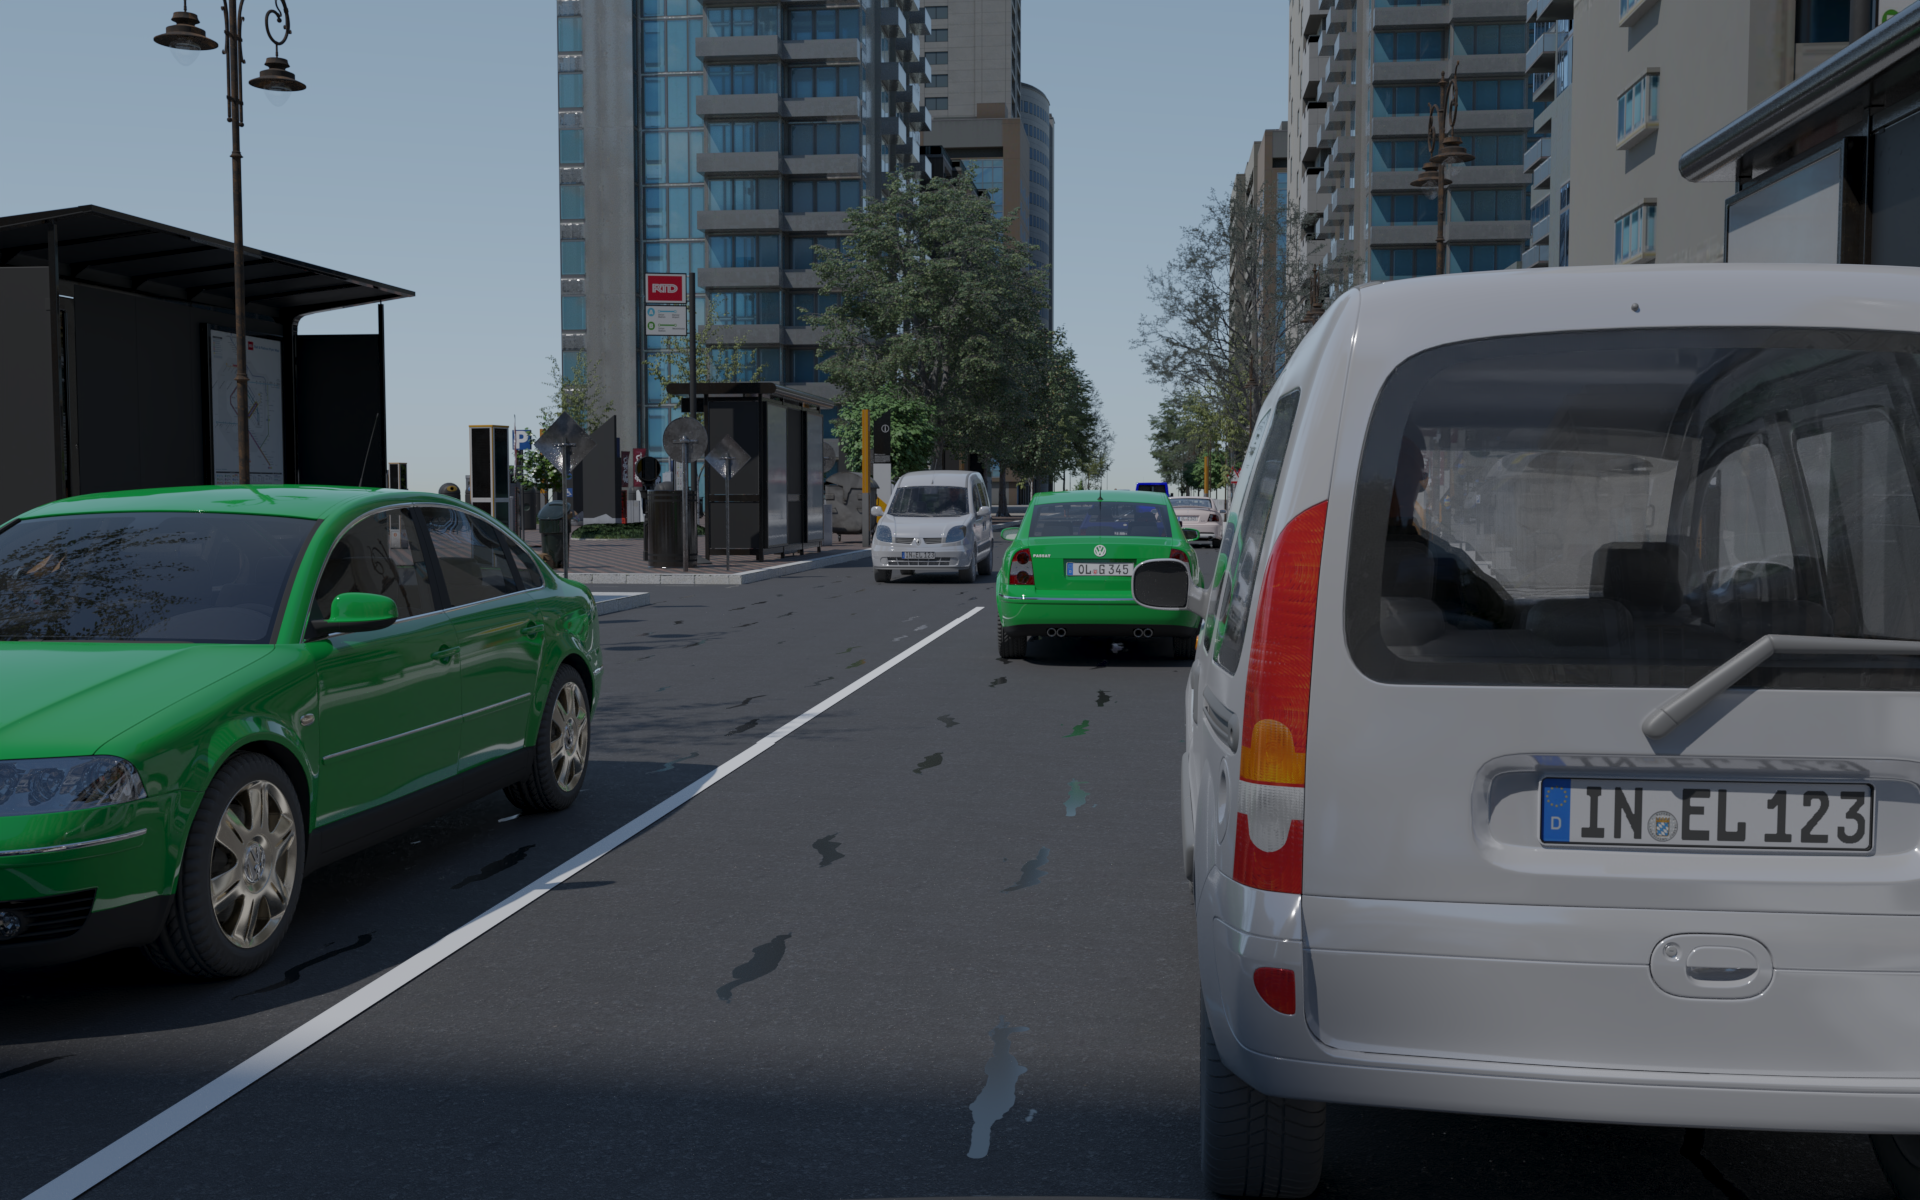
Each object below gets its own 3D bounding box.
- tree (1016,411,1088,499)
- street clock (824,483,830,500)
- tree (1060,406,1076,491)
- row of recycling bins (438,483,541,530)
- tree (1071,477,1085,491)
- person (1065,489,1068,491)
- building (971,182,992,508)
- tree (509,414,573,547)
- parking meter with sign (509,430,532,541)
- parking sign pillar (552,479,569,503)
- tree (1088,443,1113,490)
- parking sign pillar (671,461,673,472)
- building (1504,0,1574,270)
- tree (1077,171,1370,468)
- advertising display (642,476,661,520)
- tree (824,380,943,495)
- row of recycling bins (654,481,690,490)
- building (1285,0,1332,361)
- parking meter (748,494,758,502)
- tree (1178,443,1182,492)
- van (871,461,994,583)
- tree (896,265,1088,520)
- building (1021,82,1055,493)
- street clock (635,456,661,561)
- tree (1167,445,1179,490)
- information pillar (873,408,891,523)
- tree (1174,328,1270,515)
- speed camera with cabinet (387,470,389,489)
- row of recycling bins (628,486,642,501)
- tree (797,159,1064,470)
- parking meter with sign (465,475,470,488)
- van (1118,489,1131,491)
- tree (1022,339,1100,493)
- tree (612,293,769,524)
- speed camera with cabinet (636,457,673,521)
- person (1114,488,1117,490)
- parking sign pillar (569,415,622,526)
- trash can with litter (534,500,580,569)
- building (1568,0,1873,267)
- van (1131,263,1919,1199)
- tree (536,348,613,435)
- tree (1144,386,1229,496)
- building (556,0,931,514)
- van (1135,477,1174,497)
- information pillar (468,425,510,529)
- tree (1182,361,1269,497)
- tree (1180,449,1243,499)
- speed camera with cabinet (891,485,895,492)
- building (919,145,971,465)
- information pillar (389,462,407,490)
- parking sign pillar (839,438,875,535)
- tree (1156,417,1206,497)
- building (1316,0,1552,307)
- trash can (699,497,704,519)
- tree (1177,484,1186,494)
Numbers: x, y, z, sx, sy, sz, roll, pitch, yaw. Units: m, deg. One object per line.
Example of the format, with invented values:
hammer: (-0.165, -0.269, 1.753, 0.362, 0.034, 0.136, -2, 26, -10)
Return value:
tree: (4.710, -9.767, 110.050, 4.737, 8.622, 4.395, 0, 3, 0)
street clock: (-8.131, -6.151, 105.133, 0.471, 2.002, 0.358, 0, 4, -1)
tree: (9.517, -15.251, 159.717, 12.009, 13.543, 11.850, 0, 3, 0)
row of recycling bins: (-16.956, -3.365, 62.123, 3.534, 1.692, 1.069, 0, 4, 1)
tree: (13.361, -12.021, 191.142, 1.663, 3.219, 1.824, 0, 3, 0)
person: (6.674, -6.003, 107.439, 1.217, 1.735, 0.721, -2, 4, -29)
building: (-4.745, -23.625, 157.963, 14.160, 30.474, 14.107, 0, 4, 7)
tree: (-10.043, -2.912, 42.207, 1.663, 3.219, 1.824, 0, 3, 0)
parking meter with sign: (-12.070, -3.050, 46.134, 0.543, 3.016, 1.738, 1, 4, 15)
parking sign pillar: (-15.520, -4.970, 69.724, 1.447, 3.967, 1.447, 1, 4, 10)
tree: (14.612, -15.212, 199.072, 4.737, 8.622, 4.395, 0, 3, 0)
parking sign pillar: (-16.470, -6.818, 99.950, 1.447, 3.967, 1.447, -1, 4, -14)
building: (35.559, -46.958, 80.439, 22.319, 86.520, 31.000, 0, 4, 7)
tree: (11.450, -9.515, 65.934, 12.009, 13.543, 11.850, 0, 3, 0)
advertising display: (-10.697, -3.361, 60.166, 0.123, 1.923, 0.974, 2, 4, 25)
tree: (-2.124, -4.061, 50.113, 4.285, 4.588, 4.351, 0, 3, 0)
row of recycling bins: (-9.509, -3.055, 57.057, 1.069, 1.692, 3.534, 0, 4, -3)
building: (43.434, -34.493, 153.203, 28.713, 52.752, 27.495, 0, 4, 7)
parking meter: (-7.137, -3.143, 59.794, 0.372, 1.533, 0.369, 0, 3, 0)
tree: (23.569, -13.152, 165.396, 4.360, 8.622, 3.978, 0, 3, 0)
van: (-0.413, -1.369, 29.391, 2.013, 2.044, 4.112, 0, 4, 7)
tree: (1.181, -10.289, 85.225, 9.611, 12.733, 9.660, 0, 3, 0)
building: (1.963, -43.012, 245.245, 21.231, 58.520, 28.212, 0, 4, 7)
street clock: (-5.994, -1.757, 33.296, 0.471, 2.002, 0.358, -1, 4, -20)
tree: (24.644, -14.384, 185.547, 4.360, 8.622, 3.978, 0, 3, 0)
information pillar: (-2.110, -3.424, 47.330, 0.504, 3.616, 0.183, 0, 4, -1)
tree: (11.522, -7.641, 75.288, 4.737, 8.622, 4.395, 0, 3, 0)
speed camera with cabinet: (-20.709, -4.062, 60.754, 0.660, 3.252, 2.038, 1, 4, 9)
row of recycling bins: (-13.998, -4.257, 76.712, 1.069, 1.692, 3.534, 0, 4, 2)
tree: (-1.003, -9.715, 65.497, 9.857, 13.997, 8.962, 0, 3, 0)
parking meter with sign: (-19.599, -4.515, 70.075, 1.738, 3.016, 0.543, 1, 4, 18)
van: (21.039, -13.346, 222.584, 2.240, 2.365, 5.245, 0, 4, 8)
tree: (5.299, -12.401, 120.878, 7.486, 12.596, 7.792, 0, 3, 0)
tree: (-9.294, -6.866, 62.628, 4.737, 8.622, 4.395, 0, 3, 0)
speed camera with cabinet: (-12.407, -4.728, 71.643, 0.660, 3.252, 2.038, 3, 5, 41)
person: (10.397, -6.543, 115.607, 1.348, 1.807, 0.705, -1, 4, -13)
parking sign pillar: (-12.279, -4.339, 59.415, 1.447, 3.967, 1.447, 1, 4, 22)
trash can with litter: (-6.999, -1.122, 29.724, 0.624, 1.170, 1.055, 1, 4, 11)
building: (27.235, -25.629, 42.733, 21.600, 48.544, 21.300, 0, 4, 7)
van: (1.473, 0.135, 4.808, 2.013, 2.044, 4.112, 0, 4, 7)
tree: (-19.630, -8.414, 87.929, 4.737, 8.622, 4.395, 0, 3, 0)
tree: (26.771, -18.191, 204.081, 9.857, 13.997, 8.962, 0, 3, 0)
building: (-14.070, -30.655, 120.814, 23.786, 49.044, 30.456, 0, 4, 7)
van: (10.266, -5.385, 92.424, 2.240, 2.365, 5.245, 0, 4, 7)
information pillar: (-5.022, -0.858, 18.528, 0.304, 2.012, 0.304, 1, 4, 20)
tree: (14.465, -8.533, 89.882, 4.360, 8.622, 3.978, 0, 3, 0)
tree: (16.631, -7.884, 112.612, 4.285, 4.588, 4.351, 0, 3, 0)
speed camera with cabinet: (-2.287, -4.905, 74.531, 0.660, 3.252, 2.038, 3, 5, 45)
building: (-7.088, -22.767, 143.946, 14.160, 30.474, 14.107, 0, 4, 7)
information pillar: (-13.081, -2.194, 40.356, 0.304, 2.012, 0.304, 1, 4, 18)
parking sign pillar: (-3.188, -4.081, 55.194, 1.447, 3.967, 1.447, 1, 4, 12)
tree: (29.107, -18.459, 227.552, 9.928, 11.665, 9.643, 0, 3, 0)
building: (37.648, -30.886, 124.599, 23.786, 49.044, 30.456, 0, 4, 7)
trash can: (-13.811, -4.854, 91.018, 0.748, 1.137, 0.748, 0, 3, 0)
tree: (31.291, -15.173, 242.681, 1.663, 3.219, 1.824, 0, 3, 0)
